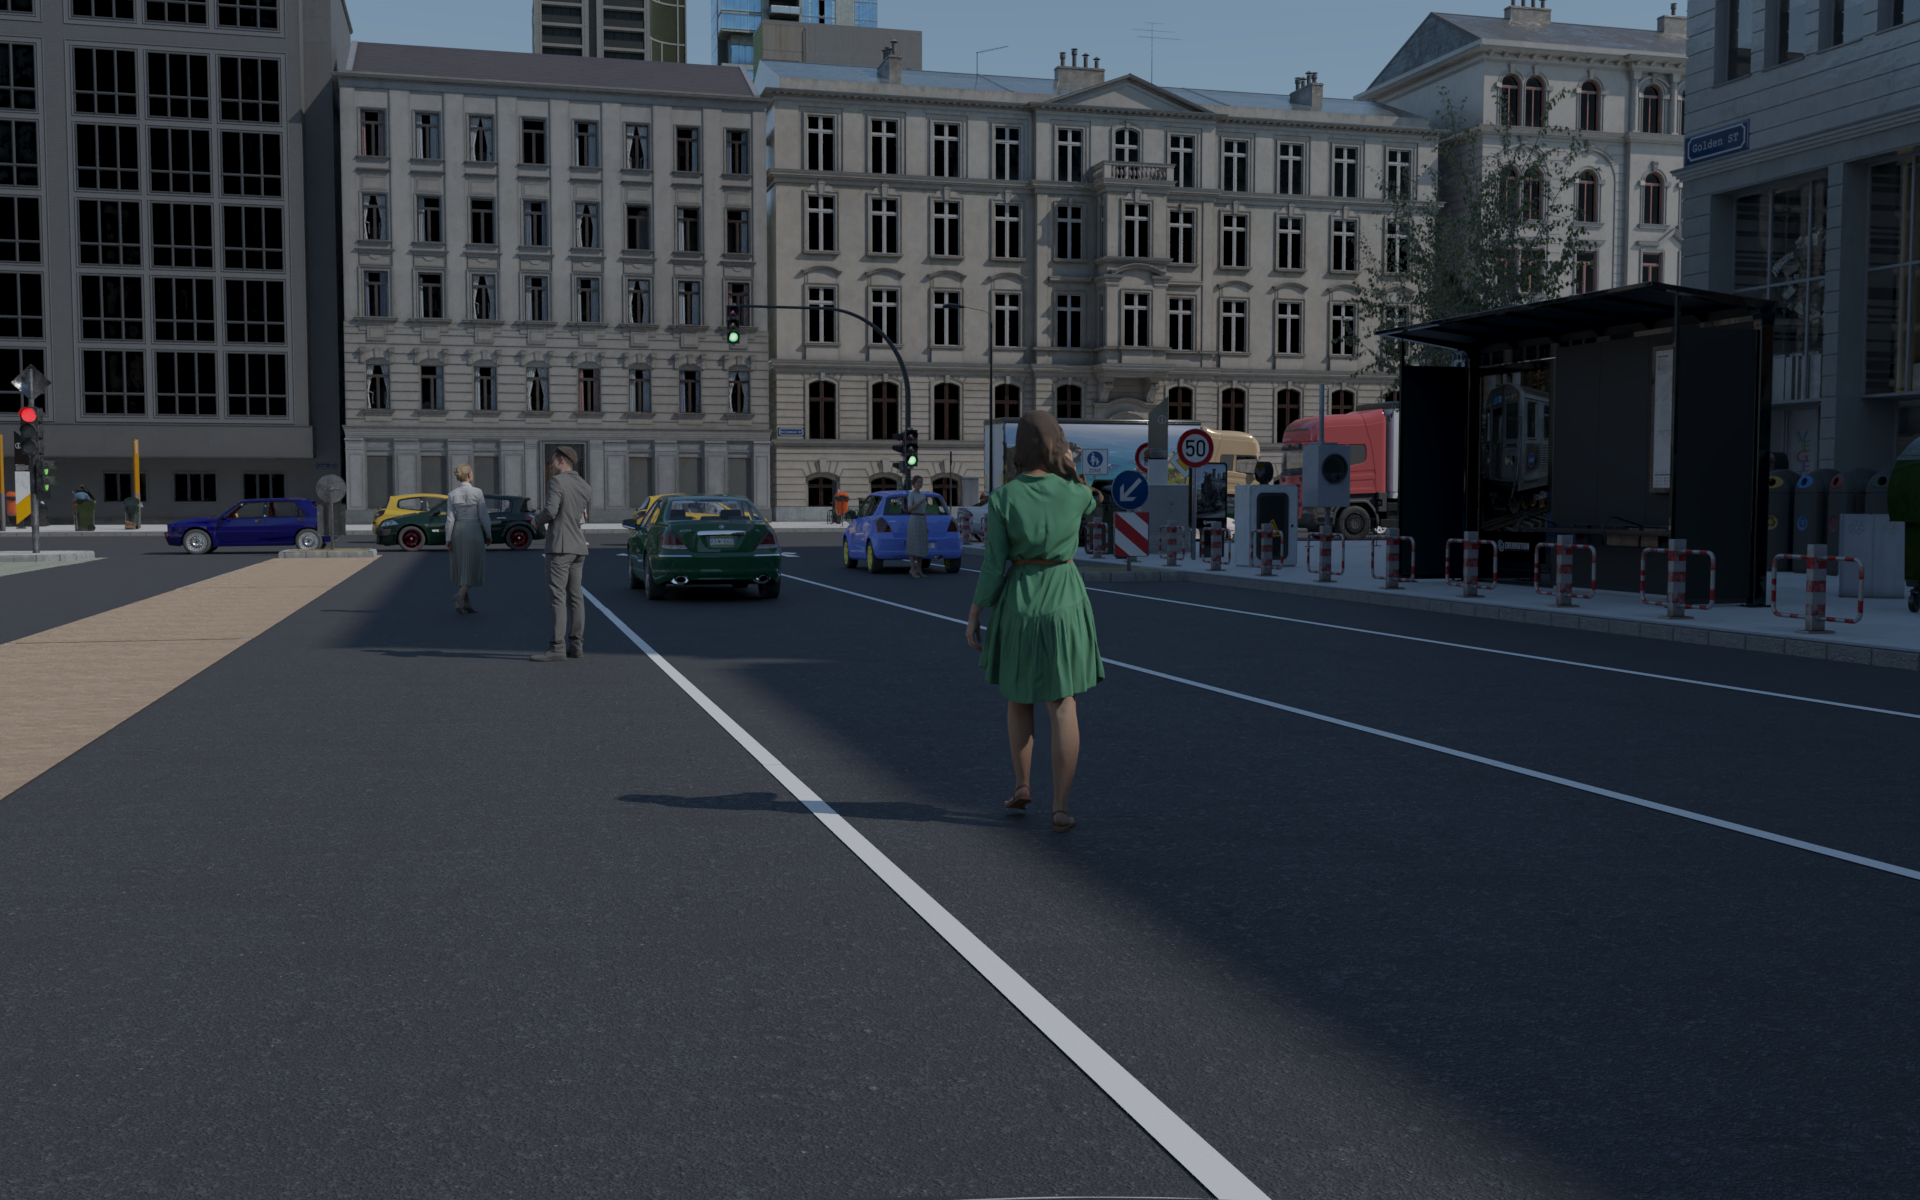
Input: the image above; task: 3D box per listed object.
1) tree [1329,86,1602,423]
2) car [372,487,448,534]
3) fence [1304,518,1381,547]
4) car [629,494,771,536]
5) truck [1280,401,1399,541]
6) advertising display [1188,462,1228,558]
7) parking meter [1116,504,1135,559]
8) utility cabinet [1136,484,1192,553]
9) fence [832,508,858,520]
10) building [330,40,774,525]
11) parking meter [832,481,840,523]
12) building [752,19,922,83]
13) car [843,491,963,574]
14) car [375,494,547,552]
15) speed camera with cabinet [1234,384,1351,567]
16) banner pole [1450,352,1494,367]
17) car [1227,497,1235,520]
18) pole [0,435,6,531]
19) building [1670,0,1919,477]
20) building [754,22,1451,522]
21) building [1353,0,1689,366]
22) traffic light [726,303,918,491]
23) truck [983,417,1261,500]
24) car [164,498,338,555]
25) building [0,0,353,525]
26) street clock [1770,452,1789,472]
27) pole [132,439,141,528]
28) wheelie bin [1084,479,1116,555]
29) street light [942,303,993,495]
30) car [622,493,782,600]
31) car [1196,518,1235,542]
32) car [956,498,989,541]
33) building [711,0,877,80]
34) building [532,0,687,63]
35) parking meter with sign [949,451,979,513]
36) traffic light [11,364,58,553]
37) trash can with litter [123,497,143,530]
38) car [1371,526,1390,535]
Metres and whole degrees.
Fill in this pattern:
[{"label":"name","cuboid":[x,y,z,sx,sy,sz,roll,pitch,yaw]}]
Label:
[{"label":"tree","cuboid":[9.352,-4.904,30.540,4.360,8.622,3.978,0,3,0]},{"label":"car","cuboid":[-15.438,-2.531,51.608,3.980,1.641,2.015,-1,4,-17]},{"label":"fence","cuboid":[9.366,-1.648,42.320,2.069,0.683,0.278,-1,4,-22]},{"label":"car","cuboid":[-7.342,-2.373,49.015,3.980,1.641,2.015,-1,4,-16]},{"label":"truck","cuboid":[14.949,-3.987,54.102,11.283,4.237,2.839,-1,4,-14]},{"label":"advertising display","cuboid":[5.004,-1.819,34.961,0.974,1.923,0.123,-3,4,-36]},{"label":"parking meter","cuboid":[3.274,-1.585,34.323,0.372,1.533,0.369,0,3,0]},{"label":"utility cabinet","cuboid":[4.398,-1.749,37.282,1.173,1.500,0.318,-1,4,-19]},{"label":"fence","cuboid":[-4.682,-3.725,76.278,2.069,0.683,0.278,-1,4,-18]},{"label":"building","cuboid":[-18.208,-14.016,78.306,18.267,20.994,9.793,-1,4,-15]},{"label":"parking meter","cuboid":[-5.533,-4.389,77.472,0.255,1.863,0.399,1,4,19]},{"label":"building","cuboid":[-11.651,-28.832,154.995,14.154,41.232,14.086,-1,4,-15]},{"label":"car","cuboid":[-1.146,-1.408,32.613,1.945,1.707,3.694,-1,4,-14]},{"label":"car","cuboid":[-12.676,-2.095,44.048,4.222,1.686,2.009,-1,4,-17]},{"label":"speed camera with cabinet","cuboid":[5.916,-2.229,30.775,2.038,3.252,0.660,-1,4,-20]},{"label":"banner pole","cuboid":[7.956,-2.249,26.794,0.863,3.779,0.401,0,4,3]},{"label":"car","cuboid":[9.417,-3.296,63.670,4.222,1.686,2.009,-1,4,-16]},{"label":"pole","cuboid":[-32.941,-4.013,59.463,0.158,3.312,0.155,0,3,0]},{"label":"building","cuboid":[23.977,-14.981,22.428,11.434,29.767,29.804,-1,4,-15]},{"label":"building","cuboid":[6.501,-16.461,88.216,34.723,24.649,14.460,-1,4,-15]},{"label":"building","cuboid":[35.176,-18.868,95.877,23.554,28.519,14.401,-1,4,-15]},{"label":"traffic light","cuboid":[-3.303,-4.121,42.039,4.771,5.953,1.251,-1,4,-15]},{"label":"truck","cuboid":[6.597,-4.713,65.969,11.283,4.237,2.839,-1,4,-17]},{"label":"car","cuboid":[-17.105,-1.798,41.983,3.894,1.354,1.945,-1,4,-16]},{"label":"building","cuboid":[-39.446,-17.252,75.572,24.014,27.812,14.314,-1,4,-15]},{"label":"street clock","cuboid":[14.041,-1.547,29.861,0.358,2.002,0.471,0,4,-2]},{"label":"pole","cuboid":[-30.787,-4.337,64.758,0.158,3.312,0.155,0,3,0]},{"label":"wheelie bin","cuboid":[3.111,-1.777,36.962,0.980,1.594,0.693,-3,4,-39]},{"label":"street light","cuboid":[0.244,-4.278,42.480,1.470,5.913,1.316,-1,4,-15]},{"label":"car","cuboid":[-3.755,-0.810,25.049,2.131,1.459,4.920,-1,4,-15]},{"label":"car","cuboid":[5.670,-2.296,49.905,4.827,1.381,2.083,-1,4,-14]},{"label":"car","cuboid":[2.088,-2.478,52.519,4.499,1.417,2.014,-1,4,-14]},{"label":"building","cuboid":[-23.196,-57.241,248.554,31.000,86.520,22.319,-1,4,-15]},{"label":"building","cuboid":[-48.106,-49.042,240.089,20.611,71.187,20.563,-1,4,-15]},{"label":"parking meter with sign","cuboid":[0.446,-4.541,70.504,1.738,3.016,0.543,0,4,-3]},{"label":"traffic light","cuboid":[-20.059,-2.973,37.523,0.839,4.253,0.868,-1,4,-15]},{"label":"trash can with litter","cuboid":[-29.885,-3.131,62.573,0.624,1.170,1.055,-1,4,-21]},{"label":"car","cuboid":[15.753,-3.051,61.888,4.499,1.417,2.014,-1,4,-15]}]
